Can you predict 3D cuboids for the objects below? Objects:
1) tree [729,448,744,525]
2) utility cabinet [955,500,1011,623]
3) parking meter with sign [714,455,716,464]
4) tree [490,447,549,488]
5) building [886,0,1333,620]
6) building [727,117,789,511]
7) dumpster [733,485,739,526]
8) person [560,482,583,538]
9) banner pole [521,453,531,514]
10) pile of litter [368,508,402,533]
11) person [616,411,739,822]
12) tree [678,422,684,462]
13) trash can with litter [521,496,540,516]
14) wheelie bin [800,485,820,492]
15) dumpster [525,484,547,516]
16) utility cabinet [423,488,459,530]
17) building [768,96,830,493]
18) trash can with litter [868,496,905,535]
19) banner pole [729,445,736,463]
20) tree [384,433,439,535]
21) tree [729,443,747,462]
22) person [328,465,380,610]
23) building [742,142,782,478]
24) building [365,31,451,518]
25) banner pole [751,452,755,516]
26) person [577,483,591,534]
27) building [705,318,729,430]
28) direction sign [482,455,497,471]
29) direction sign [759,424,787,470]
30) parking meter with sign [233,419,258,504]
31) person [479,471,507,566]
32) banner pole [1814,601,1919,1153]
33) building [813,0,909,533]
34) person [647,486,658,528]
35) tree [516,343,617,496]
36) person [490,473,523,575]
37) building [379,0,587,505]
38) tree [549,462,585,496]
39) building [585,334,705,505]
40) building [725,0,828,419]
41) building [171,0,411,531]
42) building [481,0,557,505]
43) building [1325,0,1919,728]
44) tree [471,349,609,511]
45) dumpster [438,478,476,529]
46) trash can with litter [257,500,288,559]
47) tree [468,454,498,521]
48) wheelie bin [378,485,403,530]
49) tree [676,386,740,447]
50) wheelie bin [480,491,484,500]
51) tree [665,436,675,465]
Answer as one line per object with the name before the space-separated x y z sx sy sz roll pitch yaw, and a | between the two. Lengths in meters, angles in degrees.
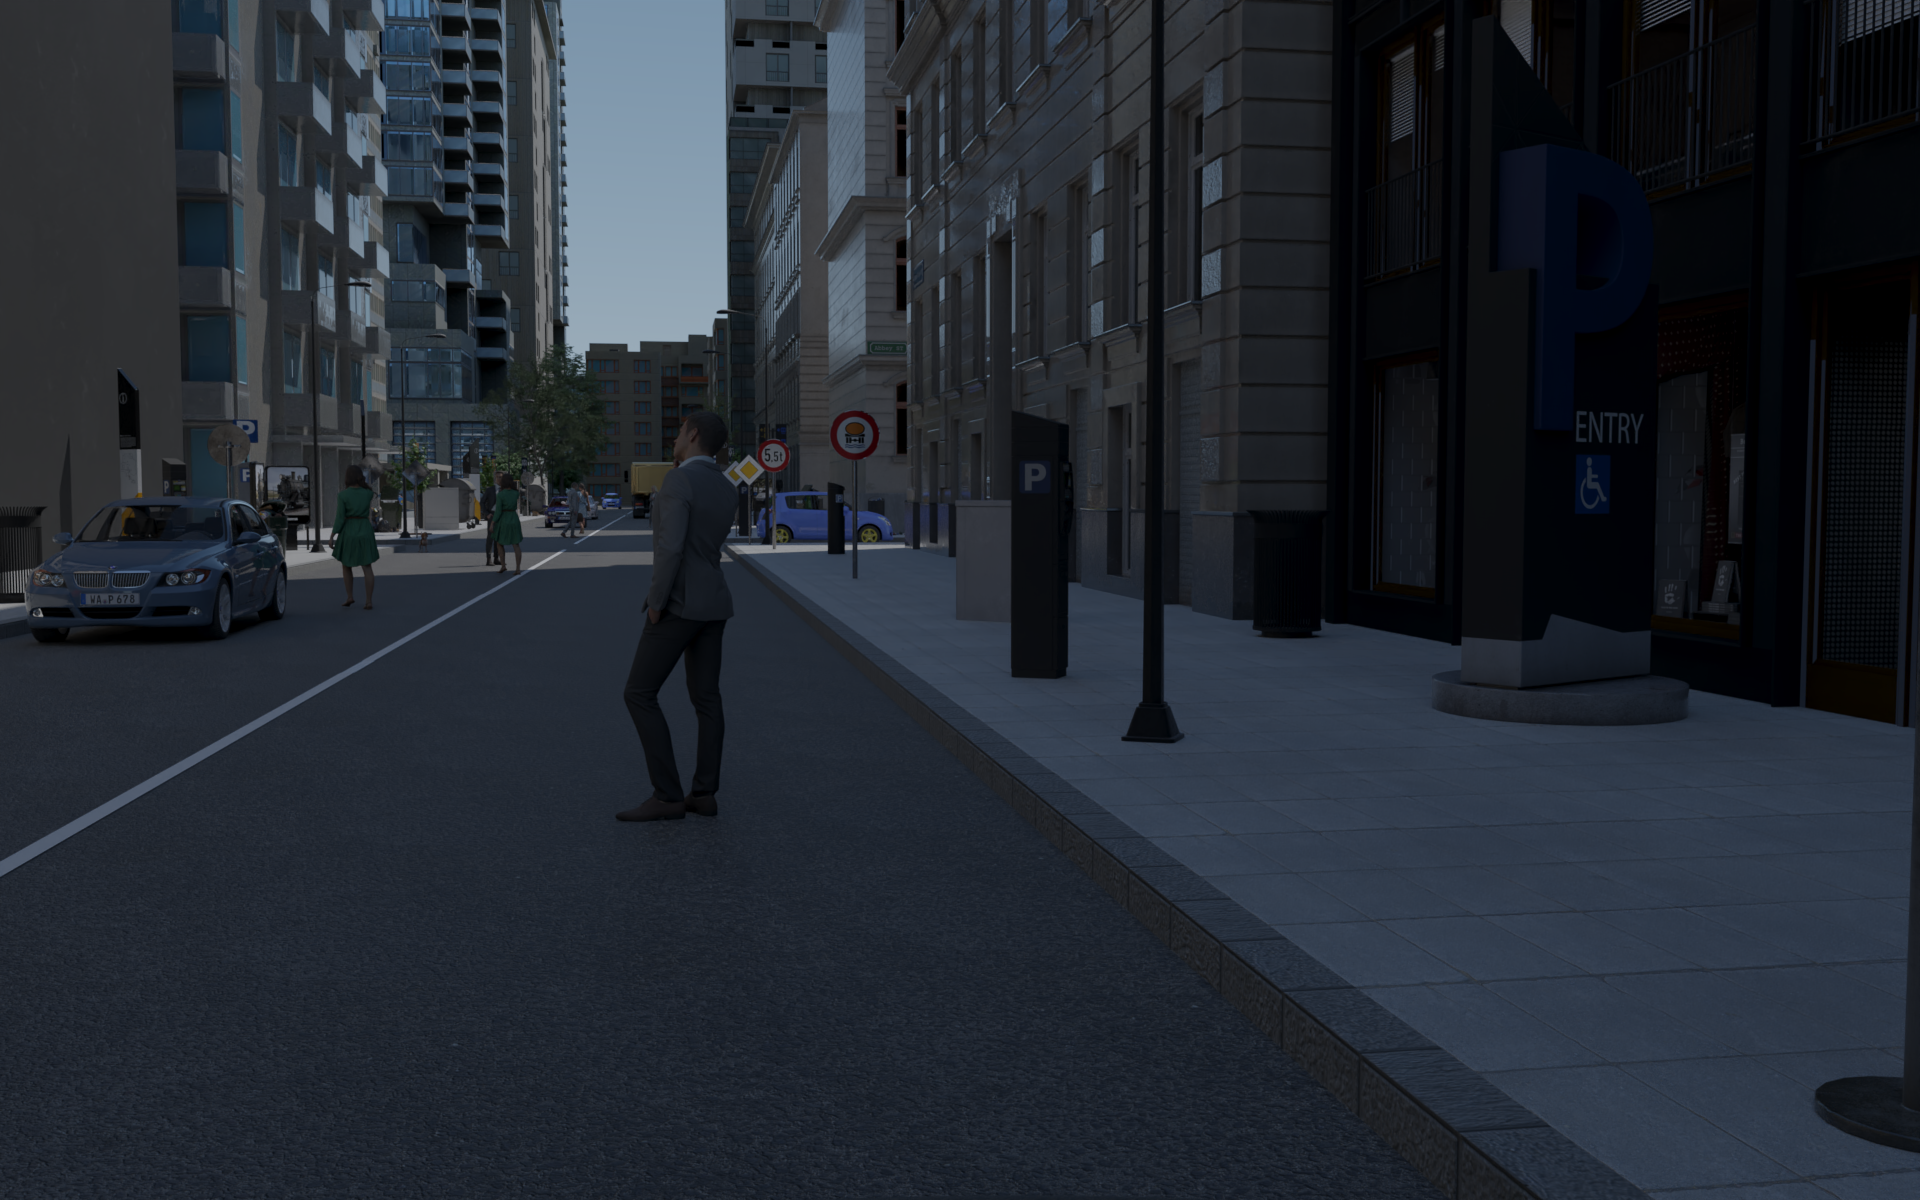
tree | -9.463 -4.785 72.837 1.663 3.219 1.824 0 3 0
utility cabinet | 0.453 -0.385 17.458 1.020 1.237 0.306 2 4 35
parking meter with sign | -10.747 -4.874 75.953 0.543 3.016 1.738 0 4 -7
tree | -31.038 -8.291 119.266 4.285 4.588 4.351 0 3 0
building | 6.280 -14.212 29.631 12.463 27.353 25.104 -1 4 -10
building | -11.337 -22.341 136.971 14.160 30.474 14.107 -1 4 -10
dumpster | -9.197 -3.834 68.440 1.264 1.857 1.865 -1 4 -10
person | -12.603 -2.929 56.503 0.853 1.813 0.709 -3 4 -38
banner pole | -26.322 -7.048 105.251 0.401 3.779 0.863 3 4 36
pile of litter | -19.532 -2.681 57.796 1.719 0.858 1.176 1 4 14
person | -1.246 0.059 7.709 0.473 1.802 0.592 3 4 39
tree | -25.820 -13.264 167.226 4.360 8.622 3.978 0 3 0
trash can with litter | -24.767 -5.412 99.871 1.055 1.170 0.624 0 4 4
wheelie bin | -5.051 -3.039 57.603 0.693 1.594 0.980 -2 4 -28
dumpster | -25.330 -5.964 103.272 1.264 1.857 1.865 -1 4 -10
utility cabinet | -18.166 -3.175 60.591 1.173 1.500 0.318 -2 4 -33
building | -4.223 -14.609 88.003 9.793 20.994 18.267 -1 4 -10
trash can with litter | -2.230 -2.638 54.193 2.233 1.210 1.678 0 4 -1
banner pole | -10.500 -5.397 78.265 0.863 3.779 0.401 1 4 22
tree | -17.149 -3.678 54.730 1.663 3.219 1.824 0 3 0
tree | -13.103 -6.836 95.480 4.285 4.588 4.351 0 3 0
person | -7.511 -0.782 21.538 0.529 1.795 0.600 3 5 42
building | -5.283 -17.072 112.413 16.112 22.955 30.059 -1 4 -10
building | -46.315 -24.815 97.614 32.217 40.220 23.993 -1 4 -10
banner pole | -12.257 -6.886 102.601 0.401 3.779 0.863 -2 4 -26
person | -13.518 -3.272 62.092 0.616 1.811 0.778 -2 4 -26
building | -12.835 -20.894 186.648 27.650 21.520 28.899 -1 4 -10
direction sign | -27.478 -6.677 101.164 0.876 3.537 0.379 0 4 7
direction sign | -6.037 -3.912 55.952 0.876 3.537 0.379 0 4 -6
parking meter with sign | -16.376 -2.661 39.767 0.543 3.016 1.738 -1 4 -22
person | -9.271 -1.646 34.773 0.474 1.900 0.648 3 5 40
banner pole | 2.150 -0.829 3.564 0.863 3.779 0.401 -3 4 -37
building | 6.776 -16.880 63.377 23.554 28.519 14.401 -1 4 -10
person | -13.071 -3.999 74.065 0.537 1.800 0.526 2 4 30
tree | -29.616 -12.978 130.316 7.486 12.596 7.792 0 3 0
person | -8.001 -1.341 30.668 0.529 1.795 0.600 3 4 36
building | -62.442 -55.261 216.186 31.000 86.520 22.319 -1 4 -10
tree | -33.060 -9.842 144.628 4.285 4.588 4.351 0 3 0
building | -33.224 -23.238 224.976 28.899 21.520 27.650 -1 4 -10
building | -7.315 -34.789 158.044 28.713 52.752 27.495 -1 4 -10
building | -34.107 -27.165 63.762 23.786 49.044 30.456 -1 4 -10
building | -56.106 -36.025 178.244 27.495 52.752 28.713 -1 4 -10
building | 11.040 -11.019 9.837 12.332 23.373 15.834 -1 4 -10
tree | -26.843 -10.823 111.361 8.767 10.594 7.601 -2 4 -25
dumpster | -18.446 -3.527 63.432 1.264 1.857 1.865 -1 4 -10
trash can with litter | -13.618 -1.382 33.978 0.624 1.170 1.055 -3 5 -42
tree | -22.473 -5.378 82.539 1.663 3.219 1.824 0 3 0
wheelie bin | -20.540 -3.341 62.534 0.980 1.594 0.693 0 4 -1
tree | -16.792 -10.204 117.190 4.737 8.622 4.395 0 3 0
wheelie bin | -26.258 -5.290 94.407 0.980 1.594 0.693 3 5 45
tree | -31.104 -14.972 195.158 4.737 8.622 4.395 0 3 0
